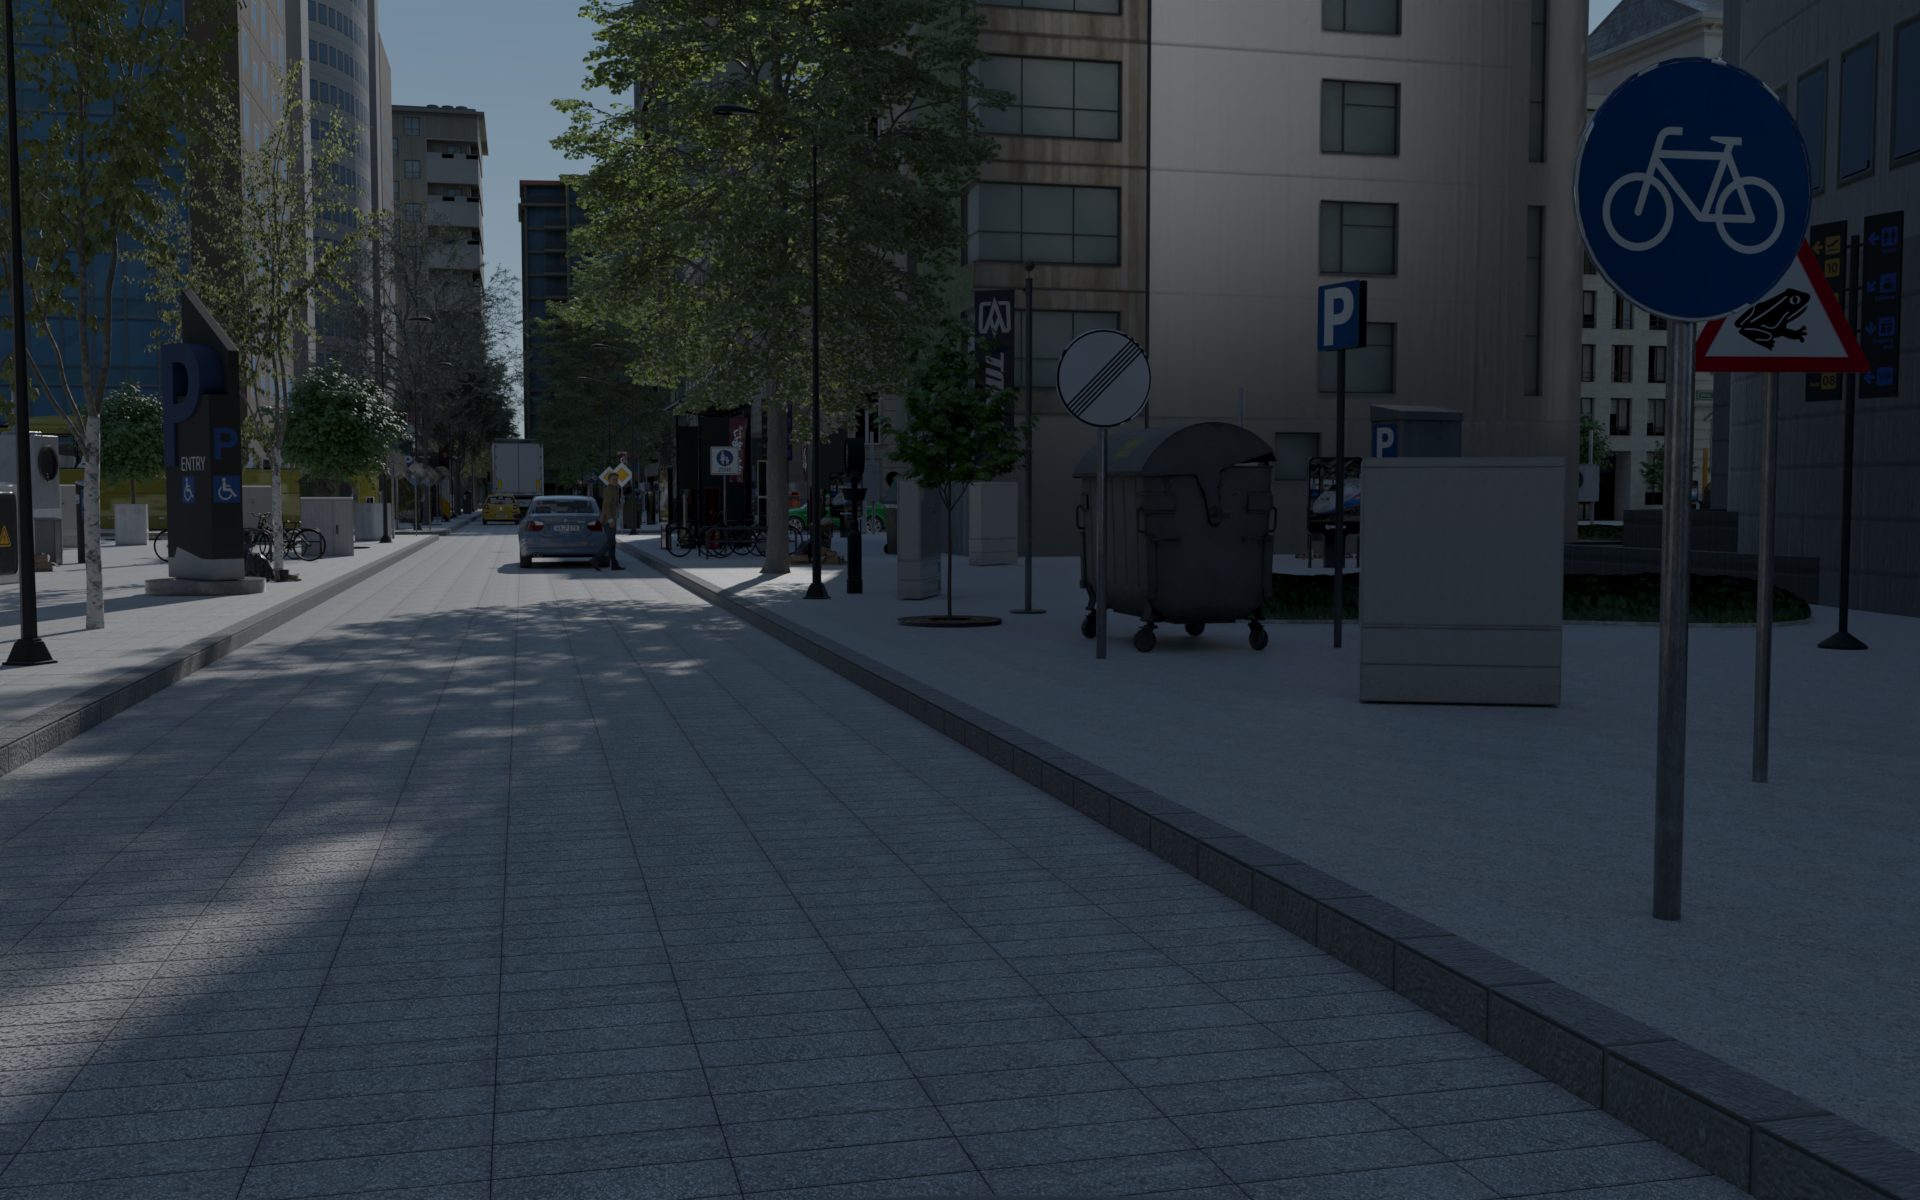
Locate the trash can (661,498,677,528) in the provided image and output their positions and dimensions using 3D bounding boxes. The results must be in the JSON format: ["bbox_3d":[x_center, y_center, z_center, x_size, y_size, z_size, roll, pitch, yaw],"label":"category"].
[{"bbox_3d":[-10.396,-3.079,61.992,0.748,1.137,0.748,0,3,0],"label":"trash can"}]

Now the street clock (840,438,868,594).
[{"bbox_3d":[-1.360,-1.085,22.309,0.358,2.002,0.471,-1,4,-10],"label":"street clock"}]

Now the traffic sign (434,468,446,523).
[{"bbox_3d":[-23.317,-4.650,77.208,0.795,2.450,0.064,-1,4,-12],"label":"traffic sign"}]

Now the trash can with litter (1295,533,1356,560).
[{"bbox_3d":[7.594,-1.439,34.591,2.233,1.210,1.678,-1,4,-16],"label":"trash can with litter"}]

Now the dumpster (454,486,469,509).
[{"bbox_3d":[-35.808,-7.236,124.073,1.264,1.857,1.865,-1,4,-14],"label":"dumpster"}]

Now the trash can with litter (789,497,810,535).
[{"bbox_3d":[-5.018,-2.693,55.093,2.233,1.210,1.678,-3,4,-38],"label":"trash can with litter"}]

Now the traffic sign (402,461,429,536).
[{"bbox_3d":[-16.631,-3.015,52.939,0.795,2.450,0.064,-1,4,-14],"label":"traffic sign"}]

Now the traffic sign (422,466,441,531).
[{"bbox_3d":[-18.584,-3.489,60.682,0.795,2.450,0.064,-1,4,-14],"label":"traffic sign"}]

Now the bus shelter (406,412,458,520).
[{"bbox_3d":[-26.748,-6.744,87.889,2.179,5.291,8.768,-1,4,-14],"label":"bus shelter"}]

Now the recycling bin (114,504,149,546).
[{"bbox_3d":[-20.832,-1.896,43.557,0.722,1.027,0.722,-1,4,-22],"label":"recycling bin"}]

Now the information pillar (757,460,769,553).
[{"bbox_3d":[-4.190,-2.026,37.625,0.304,2.012,0.304,2,4,34],"label":"information pillar"}]

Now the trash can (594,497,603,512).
[{"bbox_3d":[-16.525,-4.175,79.909,0.748,1.137,0.748,0,3,0],"label":"trash can"}]

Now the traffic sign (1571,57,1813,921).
[{"bbox_3d":[2.141,-0.310,5.167,0.768,2.556,0.104,-1,4,-10],"label":"traffic sign"}]

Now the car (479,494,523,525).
[{"bbox_3d":[-21.624,-4.363,81.559,2.015,1.641,3.980,-1,4,-15],"label":"car"}]

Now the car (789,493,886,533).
[{"bbox_3d":[-4.498,-3.120,59.815,4.718,1.807,1.959,-1,4,-15],"label":"car"}]

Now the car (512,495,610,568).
[{"bbox_3d":[-8.004,-1.405,34.974,2.014,1.417,4.499,-1,4,-14],"label":"car"}]

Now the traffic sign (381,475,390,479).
[{"bbox_3d":[-26.628,-4.942,80.911,0.768,2.556,0.104,0,4,-7],"label":"traffic sign"}]

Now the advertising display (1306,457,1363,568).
[{"bbox_3d":[6.510,-1.521,30.075,0.974,1.923,0.123,0,4,-3],"label":"advertising display"}]

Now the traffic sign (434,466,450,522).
[{"bbox_3d":[-23.673,-4.828,79.051,0.768,2.556,0.104,0,4,-5],"label":"traffic sign"}]

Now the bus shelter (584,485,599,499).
[{"bbox_3d":[-22.496,-7.030,106.227,1.731,3.624,6.357,-1,4,-14],"label":"bus shelter"}]

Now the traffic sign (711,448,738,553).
[{"bbox_3d":[-5.085,-2.163,37.495,0.606,2.300,0.079,-1,4,-9],"label":"traffic sign"}]

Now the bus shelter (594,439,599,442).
[{"bbox_3d":[-26.310,-8.960,124.122,2.179,5.291,8.768,-1,4,-14],"label":"bus shelter"}]

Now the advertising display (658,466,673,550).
[{"bbox_3d":[-6.768,-2.118,39.846,0.123,1.923,0.974,-1,4,-22],"label":"advertising display"}]

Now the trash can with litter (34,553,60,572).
[{"bbox_3d":[-15.501,-1.052,28.585,1.055,1.170,0.624,-3,4,-38],"label":"trash can with litter"}]

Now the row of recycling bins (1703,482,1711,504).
[{"bbox_3d":[22.509,-2.559,48.946,1.069,1.692,3.534,-1,4,-23],"label":"row of recycling bins"}]

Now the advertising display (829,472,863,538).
[{"bbox_3d":[-3.346,-2.797,50.949,0.974,1.923,0.123,0,4,3],"label":"advertising display"}]

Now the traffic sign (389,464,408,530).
[{"bbox_3d":[-20.105,-3.776,61.844,0.768,2.556,0.104,0,4,-7],"label":"traffic sign"}]

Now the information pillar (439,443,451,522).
[{"bbox_3d":[-23.692,-5.397,79.595,0.504,3.616,0.183,1,4,14],"label":"information pillar"}]

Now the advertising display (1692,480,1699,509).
[{"bbox_3d":[34.211,-4.666,81.501,0.974,1.923,0.123,2,4,33],"label":"advertising display"}]

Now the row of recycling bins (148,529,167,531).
[{"bbox_3d":[-28.074,-3.358,62.010,1.069,1.692,3.534,1,4,12],"label":"row of recycling bins"}]

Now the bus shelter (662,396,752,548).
[{"bbox_3d":[-6.536,-3.262,44.618,1.731,3.624,6.357,-1,4,-14],"label":"bus shelter"}]

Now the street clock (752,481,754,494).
[{"bbox_3d":[-10.880,-5.379,92.521,0.358,2.002,0.471,3,5,44],"label":"street clock"}]

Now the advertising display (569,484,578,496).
[{"bbox_3d":[-26.386,-6.915,118.270,0.123,1.923,0.974,1,4,18],"label":"advertising display"}]

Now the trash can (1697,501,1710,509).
[{"bbox_3d":[16.239,-1.567,37.280,0.748,1.137,0.748,0,3,0],"label":"trash can"}]

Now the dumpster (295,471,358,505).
[{"bbox_3d":[-17.576,-2.786,48.050,1.502,2.255,1.985,-1,4,-14],"label":"dumpster"}]

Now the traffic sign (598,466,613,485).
[{"bbox_3d":[-12.572,-3.580,62.172,0.795,2.450,0.064,-1,4,-14],"label":"traffic sign"}]

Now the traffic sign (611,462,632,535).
[{"bbox_3d":[-10.619,-3.106,54.428,0.795,2.450,0.064,-1,4,-14],"label":"traffic sign"}]

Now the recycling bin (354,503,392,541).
[{"bbox_3d":[-16.197,-2.154,47.777,0.722,1.027,0.722,2,4,25],"label":"recycling bin"}]

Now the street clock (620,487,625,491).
[{"bbox_3d":[-25.472,-7.813,132.314,0.358,2.002,0.471,3,5,44],"label":"street clock"}]

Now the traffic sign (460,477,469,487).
[{"bbox_3d":[-36.562,-7.795,127.556,0.768,2.556,0.104,-1,4,-13],"label":"traffic sign"}]

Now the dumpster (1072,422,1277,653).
[{"bbox_3d":[1.822,-0.551,14.764,1.264,1.857,1.865,-1,4,-14],"label":"dumpster"}]

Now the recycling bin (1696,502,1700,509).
[{"bbox_3d":[24.326,-2.666,56.150,0.722,1.027,0.722,3,4,38],"label":"recycling bin"}]

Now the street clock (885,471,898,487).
[{"bbox_3d":[-2.134,-3.107,55.370,0.471,2.002,0.358,-1,4,-9],"label":"street clock"}]

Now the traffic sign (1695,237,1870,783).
[{"bbox_3d":[3.565,-0.467,7.644,0.884,2.594,0.081,0,4,-7],"label":"traffic sign"}]

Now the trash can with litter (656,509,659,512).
[{"bbox_3d":[-20.217,-6.437,116.640,1.055,1.170,0.624,0,4,-2],"label":"trash can with litter"}]

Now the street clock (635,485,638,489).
[{"bbox_3d":[-25.499,-8.015,135.608,0.471,2.002,0.358,-2,4,-24],"label":"street clock"}]

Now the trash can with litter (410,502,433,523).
[{"bbox_3d":[-23.587,-3.925,75.568,0.624,1.170,1.055,3,5,41],"label":"trash can with litter"}]
